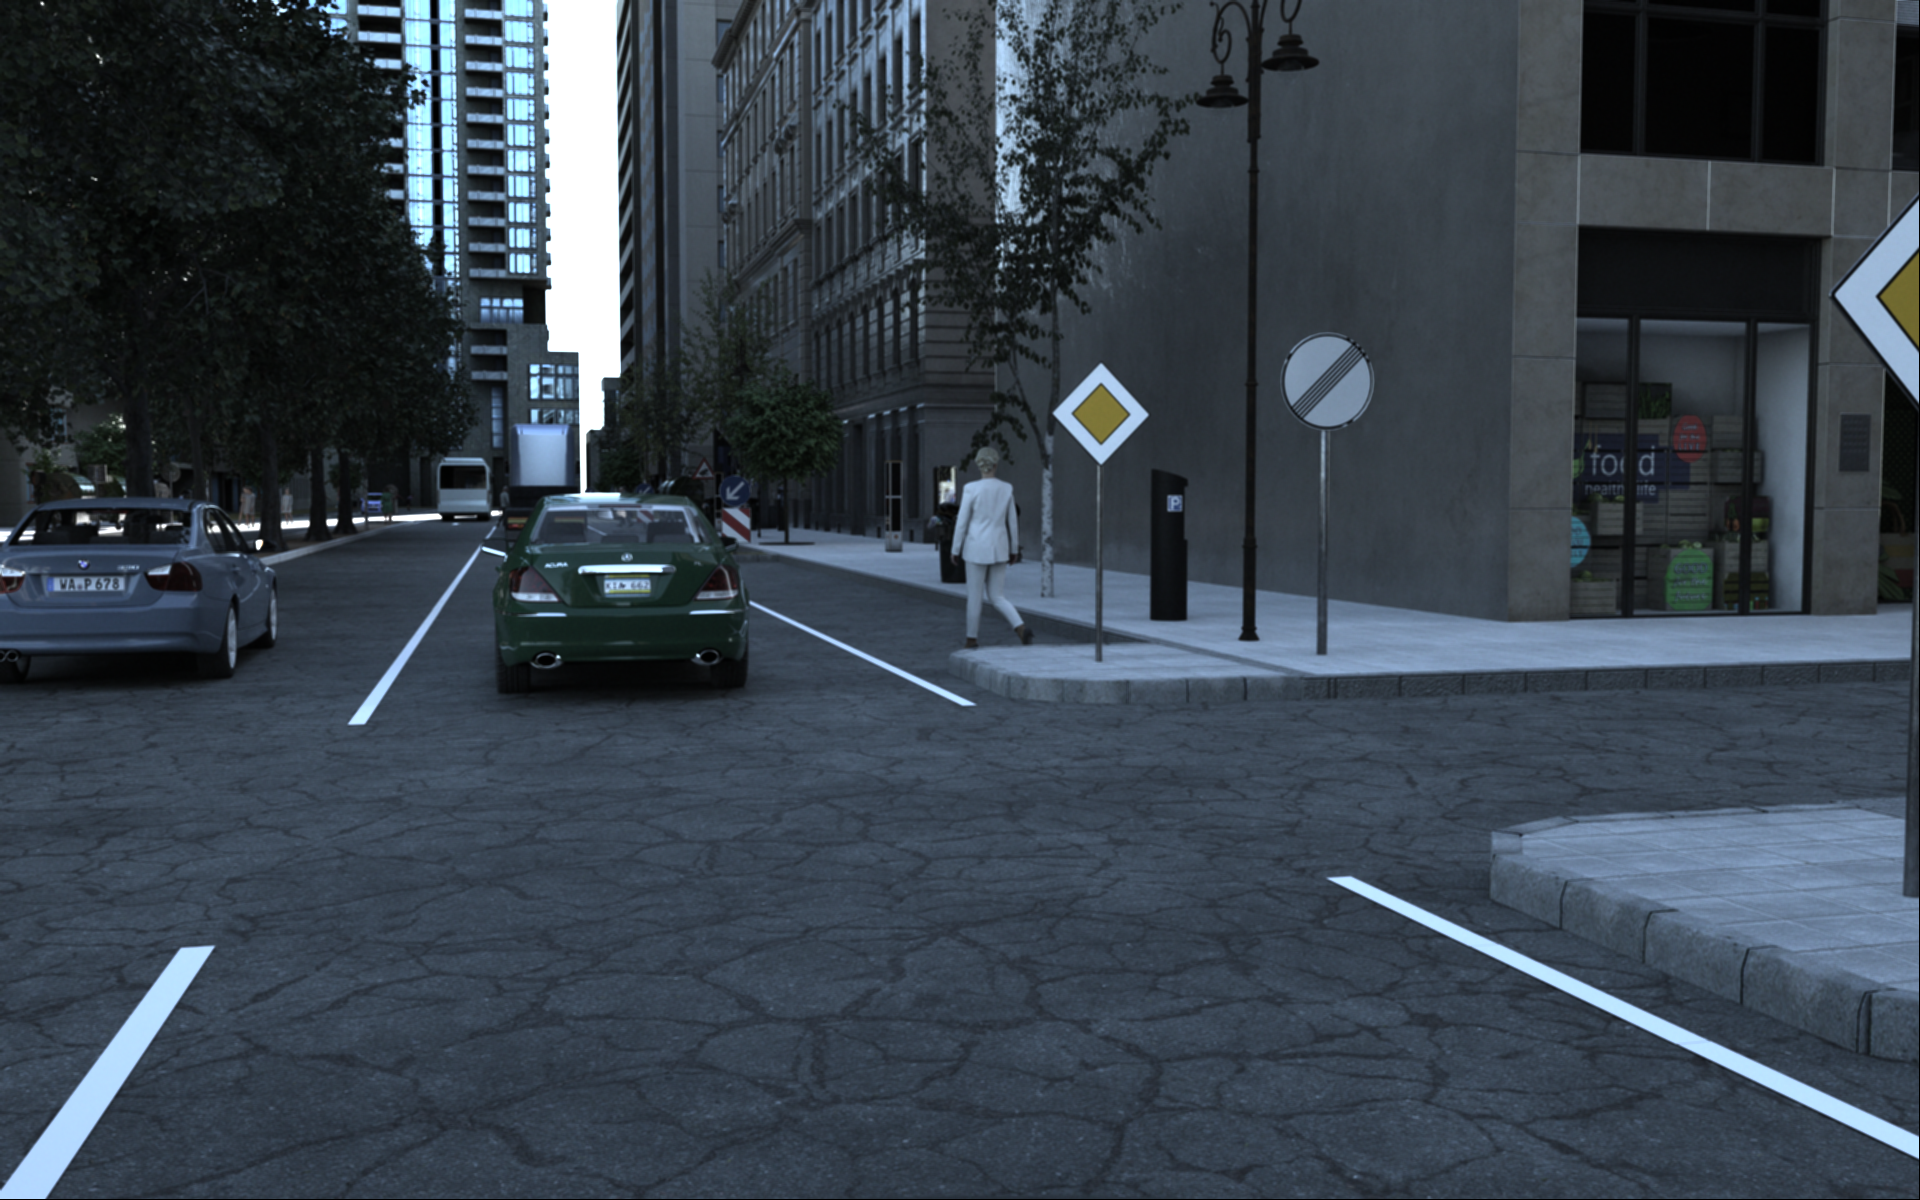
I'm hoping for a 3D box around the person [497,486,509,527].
[{"bbox_3d":[-19.711,-4.043,75.087,0.782,1.767,0.515,3,5,42],"label":"person"}]

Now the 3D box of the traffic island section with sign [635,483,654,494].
[{"bbox_3d":[-11.674,-3.343,63.280,1.989,1.847,2.006,-1,4,-14],"label":"traffic island section with sign"}]

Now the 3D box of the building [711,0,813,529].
[{"bbox_3d":[-3.203,-17.005,75.298,12.463,27.353,25.104,-1,4,-14],"label":"building"}]

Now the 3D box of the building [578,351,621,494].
[{"bbox_3d":[-24.276,-53.263,183.522,31.000,86.520,22.319,-1,4,-14],"label":"building"}]

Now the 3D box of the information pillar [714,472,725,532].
[{"bbox_3d":[-8.146,-3.319,58.753,0.304,2.012,0.304,0,4,6],"label":"information pillar"}]

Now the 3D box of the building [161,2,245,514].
[{"bbox_3d":[-54.807,-28.226,111.613,14.600,45.320,14.200,-1,4,-14],"label":"building"}]

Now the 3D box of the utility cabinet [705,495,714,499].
[{"bbox_3d":[-11.912,-4.335,82.032,0.306,1.237,1.020,2,4,33],"label":"utility cabinet"}]

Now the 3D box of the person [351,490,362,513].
[{"bbox_3d":[-45.368,-7.377,129.896,1.217,1.735,0.721,1,4,9],"label":"person"}]

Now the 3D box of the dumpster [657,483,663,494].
[{"bbox_3d":[-11.948,-4.070,72.305,1.264,1.857,1.865,-1,4,-14],"label":"dumpster"}]

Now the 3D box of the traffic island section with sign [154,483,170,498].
[{"bbox_3d":[-27.405,-3.096,59.254,1.989,1.847,2.006,-1,4,-14],"label":"traffic island section with sign"}]

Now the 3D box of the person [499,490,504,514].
[{"bbox_3d":[-32.525,-6.950,123.048,0.530,1.710,0.541,-1,4,-12],"label":"person"}]

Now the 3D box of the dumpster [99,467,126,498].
[{"bbox_3d":[-30.567,-3.645,62.091,1.502,2.255,1.985,-1,4,-14],"label":"dumpster"}]

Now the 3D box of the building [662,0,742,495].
[{"bbox_3d":[-8.334,-34.761,110.347,21.231,58.520,28.212,-1,4,-14],"label":"building"}]

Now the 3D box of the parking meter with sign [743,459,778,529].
[{"bbox_3d":[-7.378,-4.130,63.782,0.543,3.016,1.738,2,4,28],"label":"parking meter with sign"}]

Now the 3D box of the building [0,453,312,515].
[{"bbox_3d":[-67.414,-17.722,134.793,28.899,21.520,27.650,-1,4,-14],"label":"building"}]

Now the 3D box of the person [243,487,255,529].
[{"bbox_3d":[-29.405,-3.819,71.699,0.466,1.731,0.760,-1,4,-17],"label":"person"}]

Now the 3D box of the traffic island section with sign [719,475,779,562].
[{"bbox_3d":[-5.017,-1.745,37.157,1.989,1.847,2.006,-1,4,-14],"label":"traffic island section with sign"}]

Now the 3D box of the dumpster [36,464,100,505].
[{"bbox_3d":[-29.216,-3.301,56.459,1.502,2.255,1.985,-1,4,-14],"label":"dumpster"}]

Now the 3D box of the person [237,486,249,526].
[{"bbox_3d":[-31.878,-4.177,77.134,0.599,1.781,0.374,0,4,-2],"label":"person"}]

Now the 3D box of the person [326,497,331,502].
[{"bbox_3d":[-40.618,-6.209,110.022,1.348,1.824,0.705,-3,5,-42],"label":"person"}]

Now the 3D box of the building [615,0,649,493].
[{"bbox_3d":[-18.047,-32.150,149.350,21.300,48.544,21.600,-1,4,-14],"label":"building"}]

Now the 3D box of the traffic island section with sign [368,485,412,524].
[{"bbox_3d":[-27.400,-4.593,83.233,2.006,1.907,1.989,-1,4,-14],"label":"traffic island section with sign"}]

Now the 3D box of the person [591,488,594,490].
[{"bbox_3d":[-24.775,-6.606,116.516,0.705,1.824,1.348,0,4,-8],"label":"person"}]

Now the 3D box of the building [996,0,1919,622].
[{"bbox_3d":[19.580,-13.790,29.981,34.151,26.468,19.350,-1,4,-14],"label":"building"}]

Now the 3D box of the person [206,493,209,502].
[{"bbox_3d":[-30.888,-3.792,70.594,0.850,1.850,0.679,-1,4,-20],"label":"person"}]

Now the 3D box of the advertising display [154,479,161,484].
[{"bbox_3d":[-34.189,-4.160,73.225,0.974,1.923,0.123,1,4,22],"label":"advertising display"}]

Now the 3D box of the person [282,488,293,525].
[{"bbox_3d":[-30.929,-4.291,79.663,0.512,1.701,0.522,-1,4,-9],"label":"person"}]

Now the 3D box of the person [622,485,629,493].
[{"bbox_3d":[-14.687,-4.110,75.802,0.767,1.812,0.694,1,4,21],"label":"person"}]

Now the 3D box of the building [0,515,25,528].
[{"bbox_3d":[-47.970,-12.950,56.769,27.650,21.520,28.899,-1,4,-14],"label":"building"}]

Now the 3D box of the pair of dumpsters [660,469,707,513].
[{"bbox_3d":[-10.996,-4.065,68.951,1.574,2.255,4.437,-1,4,-14],"label":"pair of dumpsters"}]

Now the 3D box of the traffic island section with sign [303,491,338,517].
[{"bbox_3d":[-39.804,-6.072,107.905,1.989,1.847,2.006,-1,4,-14],"label":"traffic island section with sign"}]

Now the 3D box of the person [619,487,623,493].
[{"bbox_3d":[-15.849,-4.413,81.130,0.782,1.767,0.515,2,4,30],"label":"person"}]

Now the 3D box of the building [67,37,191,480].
[{"bbox_3d":[-56.686,-30.593,89.428,28.713,52.752,27.495,-1,4,-14],"label":"building"}]

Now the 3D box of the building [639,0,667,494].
[{"bbox_3d":[-16.542,-29.384,130.541,14.600,45.320,14.200,-1,4,-14],"label":"building"}]

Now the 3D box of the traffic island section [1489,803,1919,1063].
[{"bbox_3d":[3.056,1.024,5.547,2.009,0.180,2.903,-1,4,-14],"label":"traffic island section"}]

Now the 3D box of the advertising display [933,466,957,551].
[{"bbox_3d":[-0.339,-2.106,39.653,0.123,1.923,0.974,2,4,26],"label":"advertising display"}]

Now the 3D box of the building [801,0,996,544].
[{"bbox_3d":[1.389,-12.519,53.837,9.793,20.994,18.267,-1,4,-14],"label":"building"}]

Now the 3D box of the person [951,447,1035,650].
[{"bbox_3d":[0.279,-0.409,15.071,0.818,1.842,0.514,3,5,41],"label":"person"}]

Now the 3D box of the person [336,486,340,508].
[{"bbox_3d":[-27.516,-4.203,77.198,0.573,1.828,0.580,1,4,14],"label":"person"}]

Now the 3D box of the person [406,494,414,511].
[{"bbox_3d":[-47.729,-8.476,150.308,0.697,1.427,0.421,-2,4,-33],"label":"person"}]

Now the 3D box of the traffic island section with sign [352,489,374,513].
[{"bbox_3d":[-46.473,-7.670,134.026,1.989,1.847,2.006,-1,4,-14],"label":"traffic island section with sign"}]

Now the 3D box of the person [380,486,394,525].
[{"bbox_3d":[-26.678,-4.397,80.636,0.600,1.795,0.529,-2,4,-28],"label":"person"}]

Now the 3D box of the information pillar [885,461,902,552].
[{"bbox_3d":[-1.470,-2.075,38.415,0.304,2.012,0.304,-2,4,-23],"label":"information pillar"}]

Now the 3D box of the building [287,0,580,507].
[{"bbox_3d":[-55.254,-52.813,176.167,31.000,86.520,22.319,-1,4,-14],"label":"building"}]

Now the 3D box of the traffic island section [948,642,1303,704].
[{"bbox_3d":[1.082,0.550,13.285,2.009,0.180,2.903,-1,4,-14],"label":"traffic island section"}]

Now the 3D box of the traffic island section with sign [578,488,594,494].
[{"bbox_3d":[-24.132,-6.328,112.083,1.989,1.847,2.006,-1,4,-14],"label":"traffic island section with sign"}]

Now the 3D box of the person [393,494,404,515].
[{"bbox_3d":[-39.200,-6.789,120.223,1.217,1.743,0.721,-1,4,-13],"label":"person"}]
